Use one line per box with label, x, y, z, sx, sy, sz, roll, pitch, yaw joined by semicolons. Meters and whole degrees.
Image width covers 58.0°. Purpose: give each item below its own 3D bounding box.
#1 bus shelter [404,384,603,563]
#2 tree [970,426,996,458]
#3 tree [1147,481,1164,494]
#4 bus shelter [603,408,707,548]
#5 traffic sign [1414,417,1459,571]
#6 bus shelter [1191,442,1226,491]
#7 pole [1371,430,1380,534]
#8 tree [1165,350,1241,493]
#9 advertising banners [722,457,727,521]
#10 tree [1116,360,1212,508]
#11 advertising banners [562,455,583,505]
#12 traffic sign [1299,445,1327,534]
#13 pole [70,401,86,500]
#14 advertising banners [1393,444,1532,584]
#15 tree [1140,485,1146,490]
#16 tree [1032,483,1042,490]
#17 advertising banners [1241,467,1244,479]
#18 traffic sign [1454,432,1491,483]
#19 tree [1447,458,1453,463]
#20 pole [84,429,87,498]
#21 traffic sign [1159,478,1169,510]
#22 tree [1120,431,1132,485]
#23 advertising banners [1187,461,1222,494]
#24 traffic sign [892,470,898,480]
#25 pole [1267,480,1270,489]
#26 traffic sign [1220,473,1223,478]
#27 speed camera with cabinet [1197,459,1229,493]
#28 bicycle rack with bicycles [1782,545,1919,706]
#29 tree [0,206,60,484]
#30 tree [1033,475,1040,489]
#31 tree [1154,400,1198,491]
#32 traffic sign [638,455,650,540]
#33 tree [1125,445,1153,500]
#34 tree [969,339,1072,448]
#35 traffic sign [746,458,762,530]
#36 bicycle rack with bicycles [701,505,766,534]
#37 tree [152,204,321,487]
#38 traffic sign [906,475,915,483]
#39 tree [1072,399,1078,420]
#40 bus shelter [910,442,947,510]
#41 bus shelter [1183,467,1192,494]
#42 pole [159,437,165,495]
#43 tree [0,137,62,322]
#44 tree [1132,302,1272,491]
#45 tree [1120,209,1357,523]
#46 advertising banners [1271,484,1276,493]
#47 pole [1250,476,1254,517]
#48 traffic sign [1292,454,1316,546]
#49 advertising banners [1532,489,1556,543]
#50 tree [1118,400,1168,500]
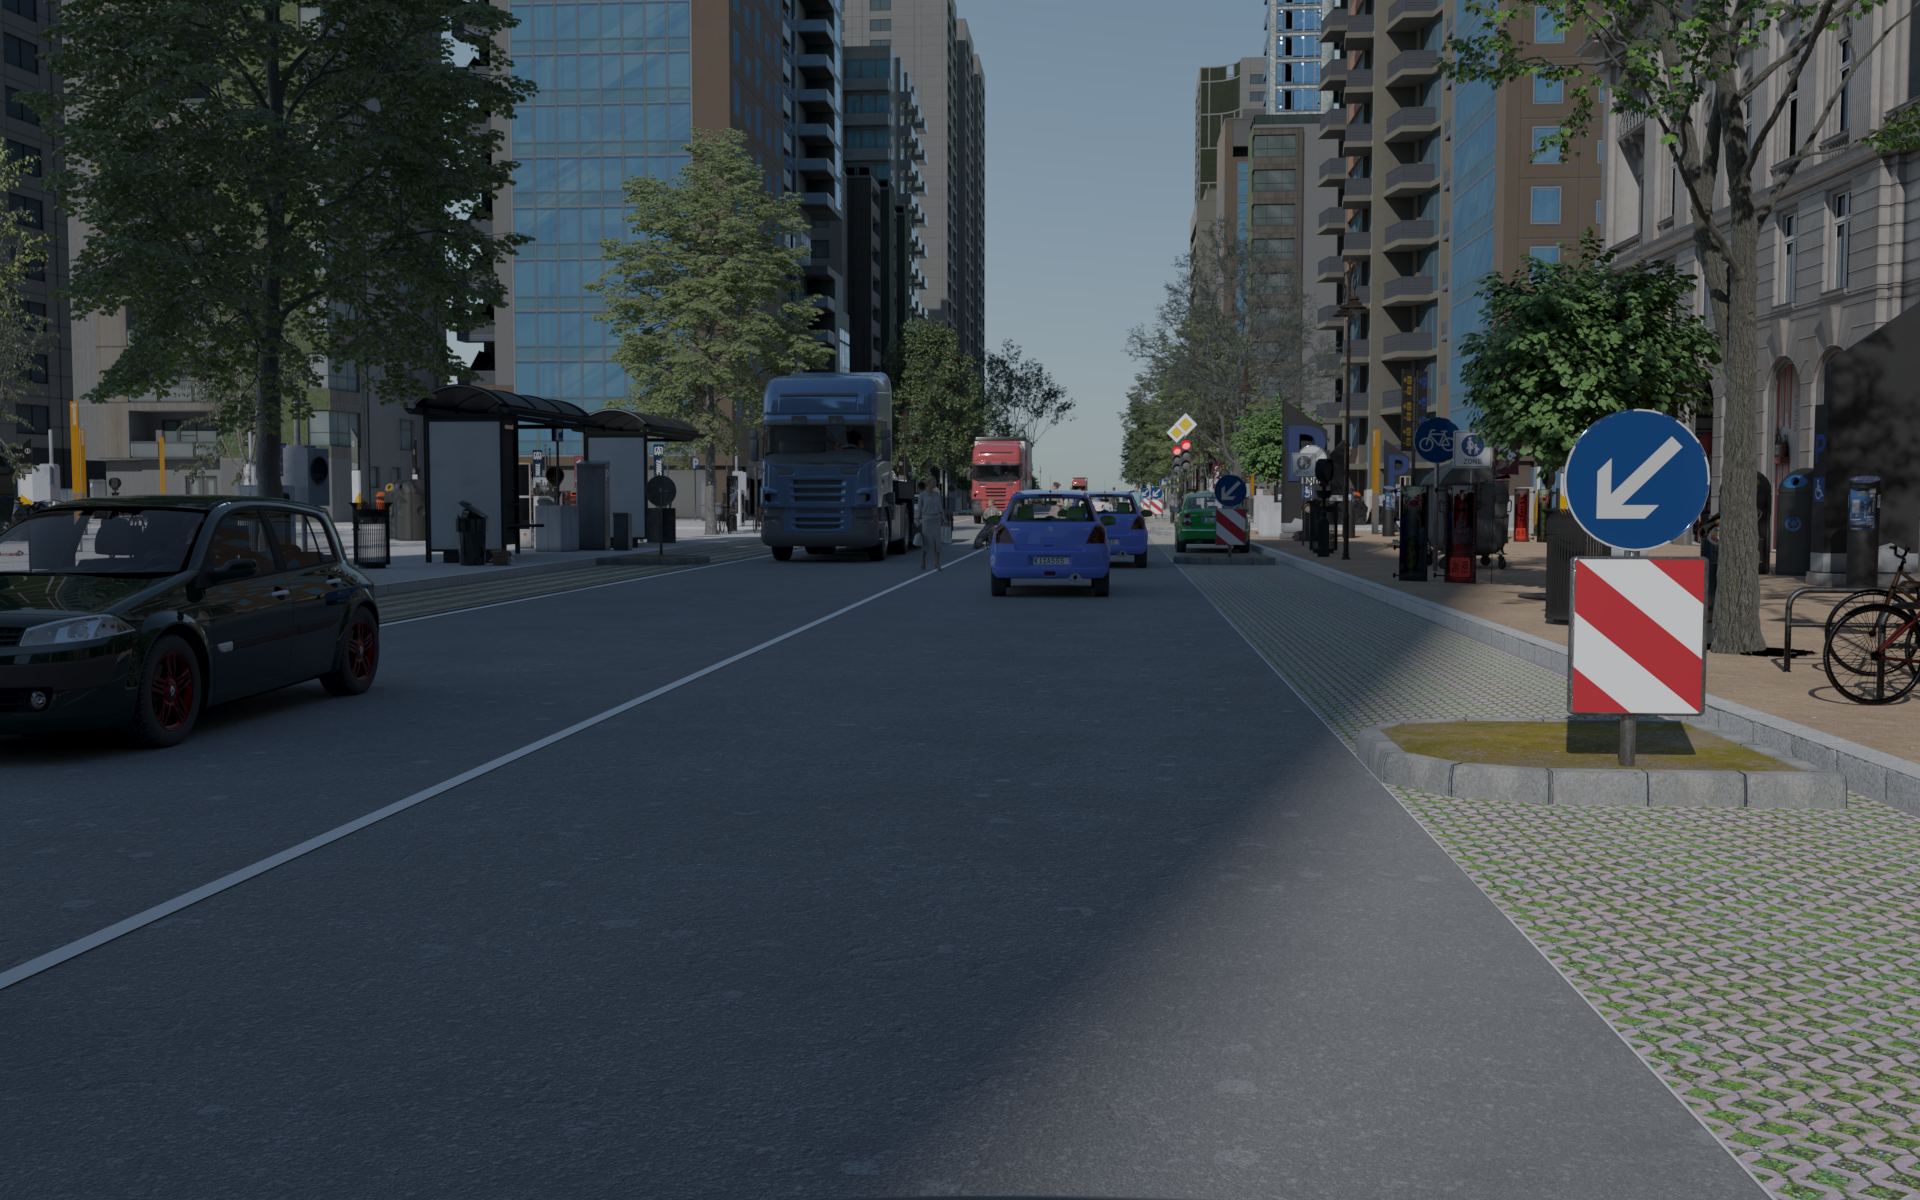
bus shelter;-8.998;-2.489;34.614;2.014;3.302;5.546;0;4;5
tree;2.850;-13.933;178.173;4.360;8.622;3.978;0;3;0
tree;22.039;-11.983;190.521;1.663;3.219;1.824;0;3;0
bus shelter;-8.003;-3.043;43.685;2.014;3.302;5.546;0;4;5
traffic sign;7.903;-1.750;28.725;0.768;2.556;0.104;1;4;11
bus shelter;16.232;-8.357;114.268;2.179;5.291;8.768;0;4;5
pole;13.198;-3.740;54.987;0.158;3.312;0.155;0;3;0
tree;12.227;-8.252;85.282;4.360;8.622;3.978;0;3;0
advertising banners;-10.954;-5.175;80.801;0.090;3.025;2.074;0;4;-2
tree;19.029;-15.311;156.989;9.857;13.997;8.962;0;3;0
advertising banners;-17.970;-5.061;78.935;2.074;3.025;0.090;2;4;27
traffic sign;9.186;-2.763;45.275;0.768;2.556;0.104;1;4;11
pole;-19.521;-2.717;38.268;0.158;3.312;0.155;0;3;0
advertising banners;7.181;-1.755;24.878;2.074;3.025;0.090;3;5;44
tree;29.021;-16.953;271.774;1.663;3.219;1.824;0;3;0
tree;13.357;-18.398;295.415;1.663;3.219;1.824;0;3;0
advertising banners;17.929;-7.042;111.321;0.090;3.025;2.074;2;4;28
traffic sign;8.241;-1.577;27.909;0.606;2.300;0.079;0;4;6
tree;21.009;-4.842;73.773;1.663;3.219;1.824;0;3;0
pole;-27.303;-3.673;53.903;0.158;3.312;0.155;0;3;0
traffic sign;16.382;-8.497;139.034;0.768;2.556;0.104;1;4;12
tree;27.266;-20.875;259.424;7.486;12.596;7.792;0;3;0
advertising banners;13.043;-5.893;92.535;2.074;3.025;0.090;-1;4;-19
traffic sign;-3.644;-5.713;93.409;0.884;2.594;0.081;1;4;10
pole;21.432;-7.743;120.441;0.158;3.312;0.155;0;3;0
traffic sign;14.146;-5.826;95.361;0.768;2.556;0.104;1;4;9
speed camera with cabinet;13.205;-5.787;88.950;2.038;3.252;0.660;-1;4;-19
bicycle rack with bicycles;6.843;0.127;11.311;2.925;0.926;2.852;1;4;9
tree;-23.615;-5.573;41.483;4.360;8.622;3.978;0;3;0
tree;10.376;-16.916;260.289;4.285;4.588;4.351;0;3;0
tree;16.784;-11.116;132.115;4.737;8.622;4.395;0;3;0
traffic sign;-8.993;-2.943;48.219;0.768;2.556;0.104;0;4;7
tree;31.040;-21.795;290.759;7.601;10.594;8.767;3;5;41
tree;6.622;-21.596;208.975;12.611;20.169;13.585;0;3;0
traffic sign;-7.138;-3.700;60.606;0.768;2.556;0.104;1;4;11
bicycle rack with bicycles;-7.205;-2.632;56.414;2.852;0.926;2.925;0;4;0
tree;-17.587;-5.631;42.430;4.360;8.622;3.978;0;3;0
traffic sign;-3.427;-7.095;116.105;0.768;2.556;0.104;1;4;14
tree;10.316;-23.400;238.471;12.611;20.169;13.585;0;3;0
bus shelter;-2.135;-8.827;121.952;2.179;5.291;8.768;0;4;5
bus shelter;16.351;-8.000;122.082;1.731;3.624;6.357;0;4;5
pole;-28.742;-4.195;62.438;0.158;3.312;0.155;0;3;0
tree;-18.561;-4.939;31.116;4.737;8.622;4.395;0;3;0
tree;14.753;-11.268;102.359;7.486;12.596;7.792;0;3;0
tree;11.991;-10.109;75.646;12.009;13.543;11.850;0;3;0
advertising banners;17.007;-6.066;95.371;0.090;3.025;2.074;3;5;43
pole;16.456;-6.341;97.514;0.158;3.312;0.155;0;3;0
traffic sign;8.551;-2.506;43.096;0.606;2.300;0.079;1;4;14
advertising banners;15.042;-3.064;46.279;0.090;3.025;2.074;-2;4;-32
tree;23.859;-17.835;208.607;9.611;12.733;9.660;0;3;0
